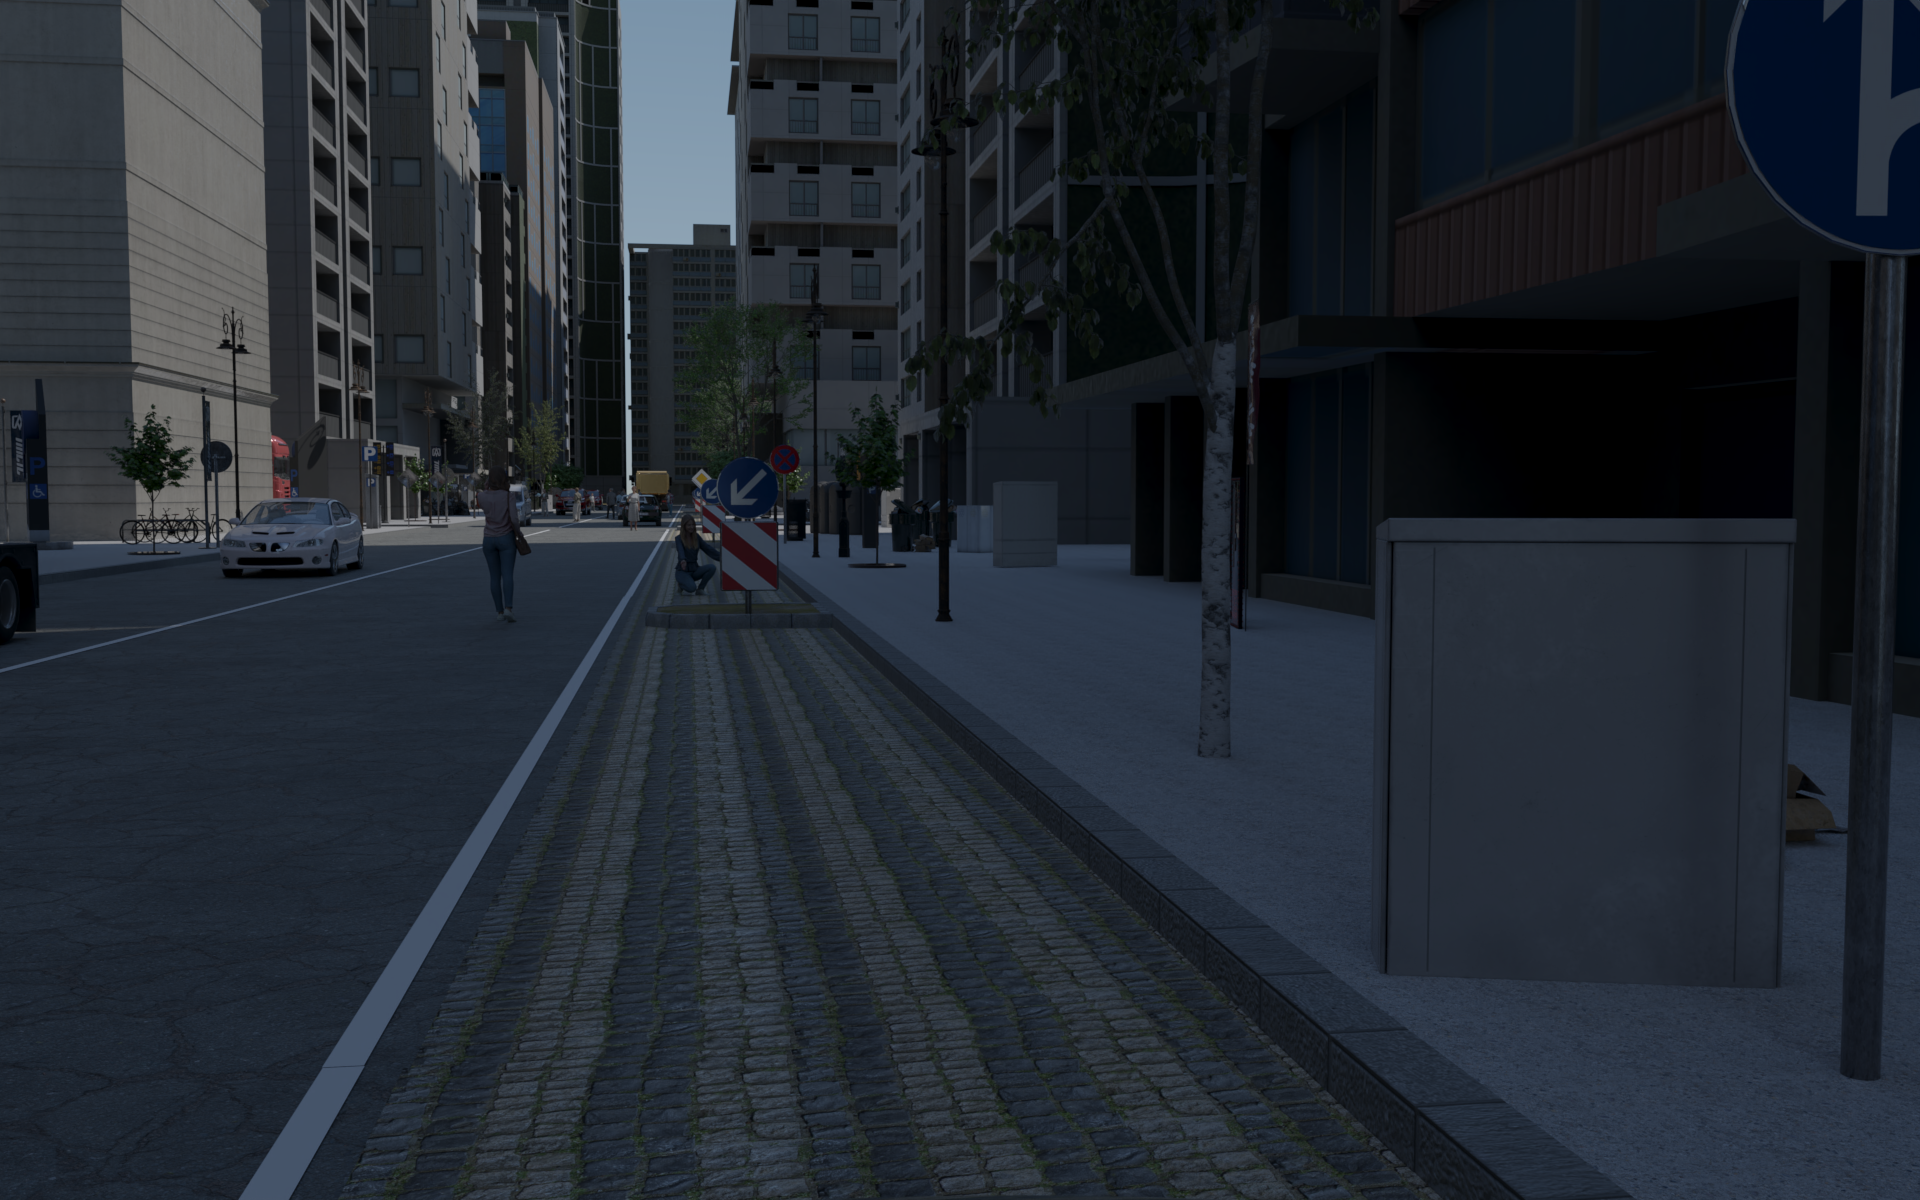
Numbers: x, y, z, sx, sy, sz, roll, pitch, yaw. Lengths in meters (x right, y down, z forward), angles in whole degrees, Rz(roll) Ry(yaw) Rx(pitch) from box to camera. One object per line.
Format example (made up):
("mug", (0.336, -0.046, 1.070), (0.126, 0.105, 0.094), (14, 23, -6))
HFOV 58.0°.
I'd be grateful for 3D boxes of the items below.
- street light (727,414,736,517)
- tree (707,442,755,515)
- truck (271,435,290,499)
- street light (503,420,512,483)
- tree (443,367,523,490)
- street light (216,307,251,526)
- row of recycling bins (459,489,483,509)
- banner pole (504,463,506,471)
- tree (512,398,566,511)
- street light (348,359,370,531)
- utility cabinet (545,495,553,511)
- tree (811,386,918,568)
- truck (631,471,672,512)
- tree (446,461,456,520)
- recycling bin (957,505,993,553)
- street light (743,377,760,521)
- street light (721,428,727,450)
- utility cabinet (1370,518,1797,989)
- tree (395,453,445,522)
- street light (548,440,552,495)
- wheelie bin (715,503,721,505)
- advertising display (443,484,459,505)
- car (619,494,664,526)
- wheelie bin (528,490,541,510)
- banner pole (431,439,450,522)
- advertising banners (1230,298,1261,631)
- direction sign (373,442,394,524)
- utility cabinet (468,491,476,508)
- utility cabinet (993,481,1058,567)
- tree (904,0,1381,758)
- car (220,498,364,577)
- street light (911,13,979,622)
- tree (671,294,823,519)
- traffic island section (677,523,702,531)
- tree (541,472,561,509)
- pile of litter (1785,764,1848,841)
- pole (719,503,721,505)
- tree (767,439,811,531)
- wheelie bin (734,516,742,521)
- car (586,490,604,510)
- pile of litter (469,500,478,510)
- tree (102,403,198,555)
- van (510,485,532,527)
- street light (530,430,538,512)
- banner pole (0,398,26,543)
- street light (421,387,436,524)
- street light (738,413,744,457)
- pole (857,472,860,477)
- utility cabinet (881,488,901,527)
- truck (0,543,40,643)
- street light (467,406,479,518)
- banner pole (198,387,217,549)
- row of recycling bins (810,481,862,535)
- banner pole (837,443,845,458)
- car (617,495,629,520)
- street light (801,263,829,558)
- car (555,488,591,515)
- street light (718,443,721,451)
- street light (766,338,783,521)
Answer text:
("street light", (-12.873, -7.709, 98.823), (0.468, 5.910, 1.993), (-1, 4, -9))
("tree", (-14.256, -7.651, 108.815), (4.285, 4.588, 4.351), (0, 3, 0))
("truck", (-31.638, -4.843, 68.104), (11.283, 4.237, 2.839), (-1, 4, -9))
("street light", (-28.198, -8.274, 108.068), (0.468, 5.910, 1.993), (-1, 4, -9))
("tree", (-27.317, -9.112, 99.337), (4.360, 8.622, 3.978), (0, 3, 0))
("street light", (-17.923, -4.286, 42.863), (0.468, 5.910, 1.993), (-1, 4, -9))
("row of recycling bins", (-42.113, -8.541, 146.755), (3.534, 1.692, 1.069), (0, 4, -3))
("banner pole", (-36.351, -9.085, 138.549), (0.401, 3.779, 0.863), (-1, 4, -19))
("tree", (-32.115, -11.155, 132.746), (4.737, 8.622, 4.395), (0, 3, 0))
("street light", (-20.666, -5.314, 59.666), (0.468, 5.910, 1.993), (-1, 4, -9))
("utility cabinet", (-32.104, -7.570, 134.927), (0.306, 1.237, 1.020), (1, 4, 14))
("tree", (-1.367, -2.190, 30.405), (1.663, 3.219, 1.824), (0, 3, 0))
("truck", (-25.791, -9.128, 145.161), (3.469, 3.379, 9.791), (-1, 4, -11))
("tree", (-25.736, -5.582, 85.875), (1.663, 3.219, 1.824), (0, 3, 0))
("recycling bin", (0.421, -1.563, 38.115), (0.722, 1.027, 0.722), (-3, 5, -44))
("street light", (-8.162, -5.848, 68.404), (0.468, 5.910, 1.993), (-1, 4, -9))
("street light", (-15.547, -8.739, 115.664), (0.468, 5.910, 1.993), (-1, 4, -9))
("utility cabinet", (1.646, 0.398, 4.662), (1.020, 1.237, 0.306), (0, 4, 8))
("tree", (-25.388, -5.290, 81.089), (1.663, 3.219, 1.824), (0, 3, 0))
("street light", (-33.565, -10.353, 142.058), (0.468, 5.910, 1.993), (-1, 4, -9))
("wheelie bin", (-20.022, -8.272, 143.150), (0.693, 1.594, 0.980), (1, 4, 16))
("advertising display", (-31.420, -6.219, 106.888), (0.974, 1.923, 0.123), (0, 4, 3))
("car", (-14.345, -4.178, 78.104), (2.009, 1.686, 4.222), (-1, 4, -10))
("wheelie bin", (-34.414, -8.095, 140.267), (0.980, 1.594, 0.693), (0, 4, -6))
("banner pole", (-23.679, -5.439, 78.946), (0.863, 3.779, 0.401), (0, 3, 0))
("advertising banners", (2.661, -1.248, 16.597), (0.090, 3.025, 2.074), (0, 3, 0))
("direction sign", (-25.103, -5.107, 75.499), (0.876, 3.537, 0.379), (-1, 4, -9))
("utility cabinet", (-40.687, -8.272, 143.931), (1.173, 1.500, 0.318), (3, 4, 36))
("utility cabinet", (1.144, -1.332, 30.460), (1.173, 1.500, 0.318), (-2, 4, -32))
("tree", (1.086, -3.550, 8.402), (4.360, 8.622, 3.978), (0, 3, 0))
("car", (-12.085, -1.174, 31.555), (2.083, 1.381, 4.827), (-1, 4, -10))
("street light", (-0.161, -2.722, 17.297), (0.468, 5.910, 1.993), (-1, 4, -9))
("tree", (-11.080, -9.988, 89.064), (9.928, 11.665, 9.643), (0, 3, 0))
("traffic island section", (-10.183, -2.831, 68.571), (2.009, 0.180, 2.903), (-1, 4, -9))
("tree", (-35.802, -9.555, 150.826), (1.663, 3.219, 1.824), (0, 3, 0))
("pile of litter", (2.674, 0.460, 6.441), (1.719, 0.858, 1.176), (-1, 4, -10))
("pole", (-18.770, -8.647, 135.220), (0.158, 3.312, 0.155), (0, 3, 0))
("tree", (-5.908, -4.043, 60.700), (1.663, 3.219, 1.824), (0, 3, 0))
("wheelie bin", (-9.861, -4.299, 78.191), (0.980, 1.594, 0.693), (0, 4, -6))
("car", (-33.222, -9.003, 155.879), (2.281, 1.827, 5.304), (-1, 4, -10))
("pile of litter", (-40.021, -7.803, 141.537), (1.176, 0.858, 1.719), (3, 5, 42))
("tree", (-16.999, -2.577, 36.739), (1.663, 3.219, 1.824), (0, 3, 0))
("van", (-20.064, -4.286, 77.086), (2.013, 2.044, 4.112), (-1, 4, -9))
("street light", (-30.818, -9.328, 125.295), (0.468, 5.910, 1.993), (-1, 4, -9))
("banner pole", (-24.842, -3.394, 45.516), (0.863, 3.779, 0.401), (-1, 4, -14))
("street light", (-22.919, -6.239, 74.788), (0.468, 5.910, 1.993), (-1, 4, -9))
("street light", (-10.139, -6.642, 81.378), (0.468, 5.910, 1.993), (-1, 4, -9))
("pole", (-4.669, -5.254, 79.751), (0.158, 3.312, 0.155), (0, 3, 0))
("utility cabinet", (-2.473, -3.509, 66.043), (0.318, 1.500, 1.173), (3, 5, 43))
("truck", (-8.712, -1.102, 7.779), (2.967, 4.110, 18.799), (-1, 4, -10))
("street light", (-25.699, -7.261, 91.505), (0.468, 5.910, 1.993), (-1, 4, -9))
("banner pole", (-17.716, -3.105, 40.788), (0.401, 3.779, 0.863), (-1, 4, -11))
("row of recycling bins", (-3.859, -2.960, 55.516), (1.069, 1.692, 3.534), (-2, 4, -28))
("banner pole", (-5.312, -5.338, 77.292), (0.401, 3.779, 0.863), (-2, 4, -34))
("car", (-18.263, -5.208, 97.146), (2.014, 1.417, 4.499), (-1, 4, -8))
("street light", (-2.915, -3.797, 34.868), (0.468, 5.910, 1.993), (-1, 4, -9))
("car", (-26.264, -6.670, 117.735), (2.281, 1.827, 5.304), (0, 4, -7))
("street light", (-18.156, -9.785, 132.773), (0.468, 5.910, 1.993), (-1, 4, -9))
("street light", (-5.490, -4.806, 51.359), (0.468, 5.910, 1.993), (-1, 4, -9))
